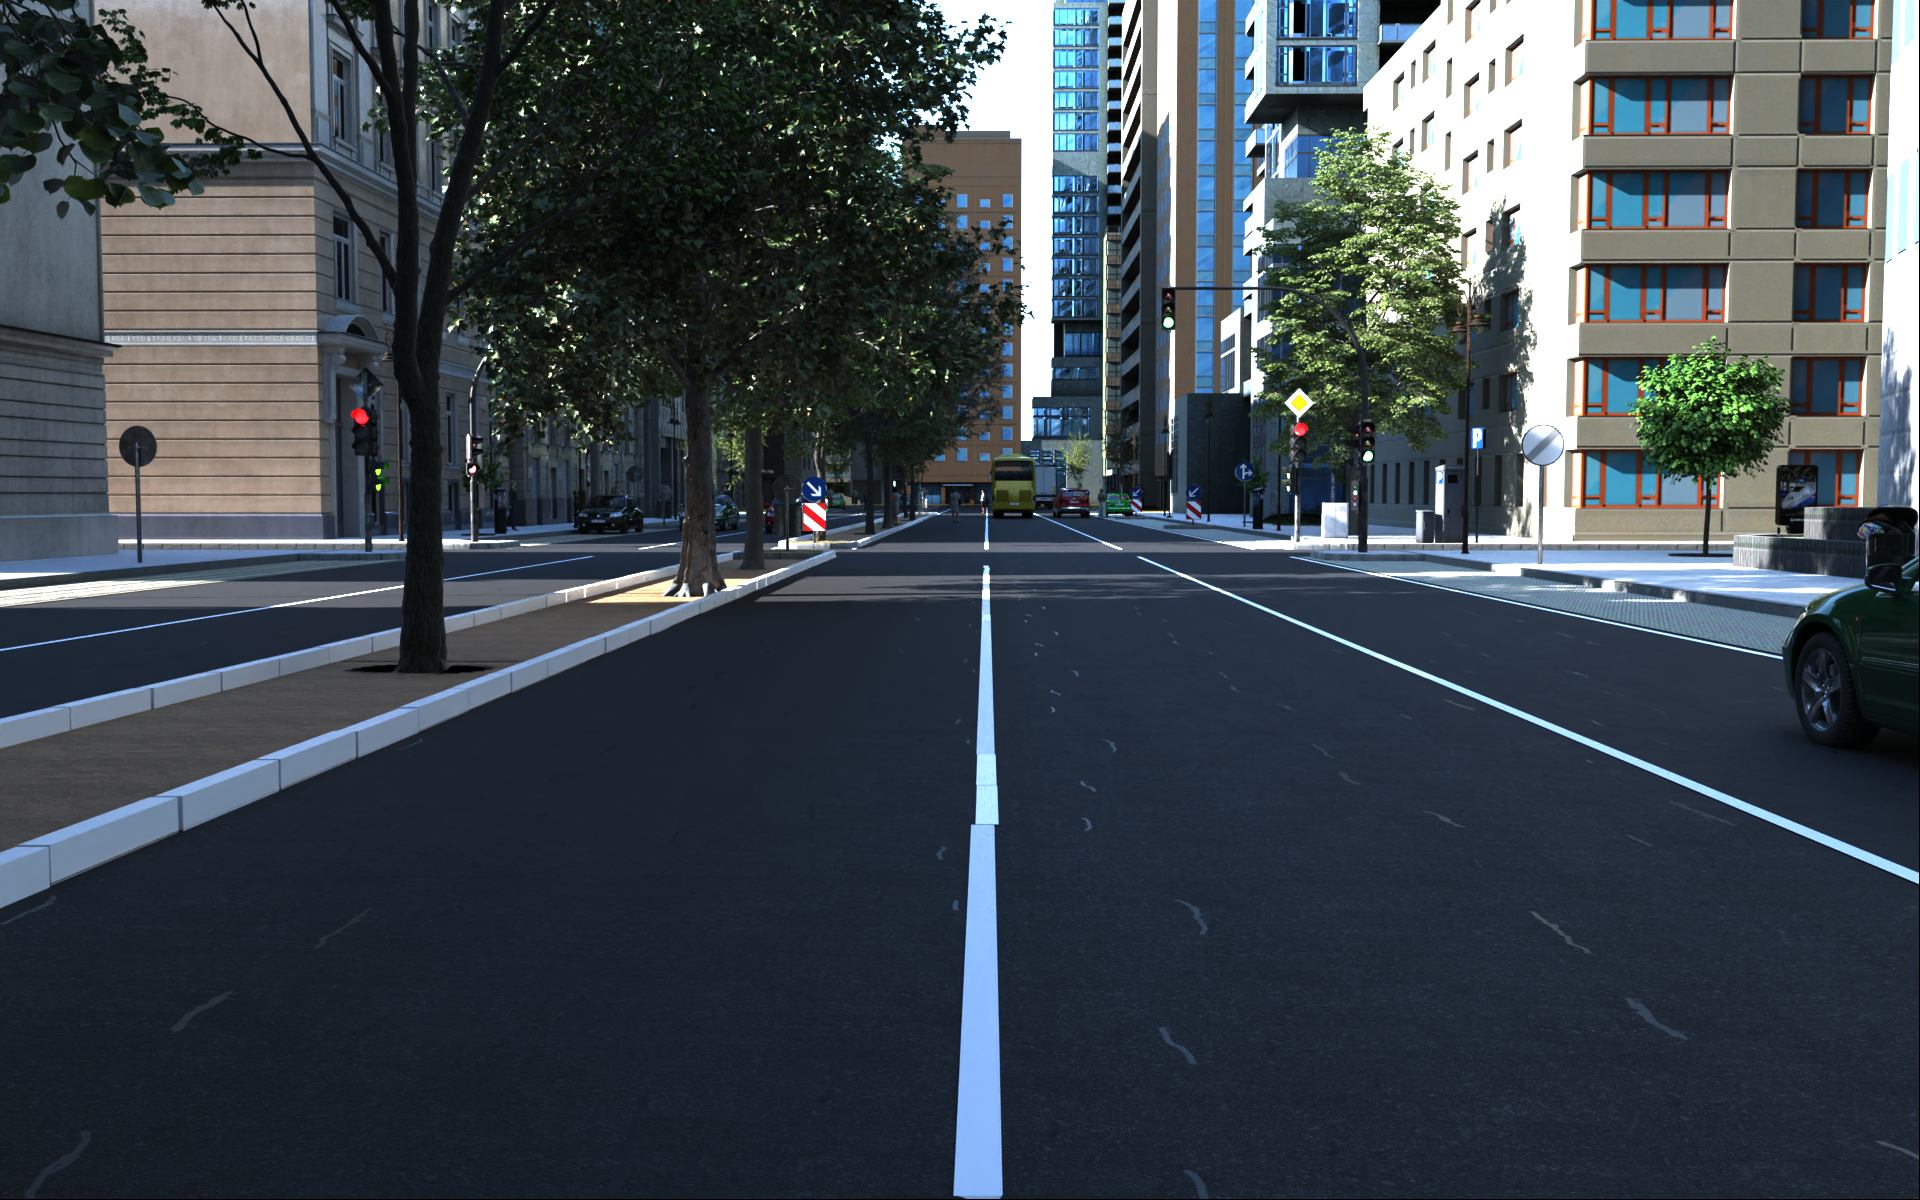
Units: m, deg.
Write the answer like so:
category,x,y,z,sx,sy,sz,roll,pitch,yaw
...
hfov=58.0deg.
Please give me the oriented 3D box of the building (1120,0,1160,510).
category,x,y,z,sx,sy,sz,roll,pitch,yaw
building,25.302,-32.115,148.780,21.300,48.544,21.600,0,4,1

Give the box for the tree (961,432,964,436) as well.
category,x,y,z,sx,sy,sz,roll,pitch,yaw
tree,-3.086,-9.240,71.658,7.486,12.596,7.792,0,3,0

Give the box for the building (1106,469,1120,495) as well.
category,x,y,z,sx,sy,sz,roll,pitch,yaw
building,25.385,-44.704,169.156,20.563,71.187,20.611,0,4,1

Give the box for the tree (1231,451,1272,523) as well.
category,x,y,z,sx,sy,sz,roll,pitch,yaw
tree,13.186,-5.058,77.293,1.663,3.219,1.824,0,3,0

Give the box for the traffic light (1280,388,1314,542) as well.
category,x,y,z,sx,sy,sz,roll,pitch,yaw
traffic light,8.962,-3.492,46.014,0.839,4.253,0.868,0,4,1

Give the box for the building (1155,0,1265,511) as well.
category,x,y,z,sx,sy,sz,roll,pitch,yaw
building,22.445,-29.399,130.785,14.600,45.320,14.200,0,4,1

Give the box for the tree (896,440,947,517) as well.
category,x,y,z,sx,sy,sz,roll,pitch,yaw
tree,-2.583,-9.588,109.589,4.360,8.622,3.978,0,3,0

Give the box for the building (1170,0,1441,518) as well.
category,x,y,z,sx,sy,sz,roll,pitch,yaw
building,25.576,-48.342,103.058,22.319,86.520,31.000,0,4,1

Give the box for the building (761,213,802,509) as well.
category,x,y,z,sx,sy,sz,roll,pitch,yaw
building,-22.266,-31.117,158.881,14.600,45.320,14.200,0,4,1

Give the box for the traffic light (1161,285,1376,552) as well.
category,x,y,z,sx,sy,sz,roll,pitch,yaw
traffic light,6.744,-3.869,37.921,4.771,5.953,1.251,0,4,1

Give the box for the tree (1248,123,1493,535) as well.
category,x,y,z,sx,sy,sz,roll,pitch,yaw
tree,12.638,-8.285,53.591,7.486,12.596,7.792,0,3,0

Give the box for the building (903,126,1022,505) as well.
category,x,y,z,sx,sy,sz,roll,pitch,yaw
building,0.330,-34.429,213.032,14.200,45.320,14.600,0,4,1

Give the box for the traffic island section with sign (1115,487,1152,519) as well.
category,x,y,z,sx,sy,sz,roll,pitch,yaw
traffic island section with sign,9.817,-5.473,98.106,1.989,1.847,2.006,0,4,1

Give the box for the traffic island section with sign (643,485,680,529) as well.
category,x,y,z,sx,sy,sz,roll,pitch,yaw
traffic island section with sign,-12.314,-3.867,71.861,1.989,1.847,2.006,0,4,1

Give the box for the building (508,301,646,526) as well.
category,x,y,z,sx,sy,sz,roll,pitch,yaw
building,-22.677,-17.298,80.093,12.463,27.353,25.104,0,4,1

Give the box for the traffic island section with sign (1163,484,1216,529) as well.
category,x,y,z,sx,sy,sz,roll,pitch,yaw
traffic island section with sign,9.396,-3.824,71.154,1.989,1.847,2.006,0,4,1

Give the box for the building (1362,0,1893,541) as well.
category,x,y,z,sx,sy,sz,roll,pitch,yaw
building,31.375,-13.148,60.013,28.899,21.520,27.650,0,4,1

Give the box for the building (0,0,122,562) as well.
category,x,y,z,sx,sy,sz,roll,pitch,yaw
building,-27.172,-10.236,31.986,19.286,19.102,10.561,0,4,1

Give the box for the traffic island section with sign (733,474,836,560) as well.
category,x,y,z,sx,sy,sz,roll,pitch,yaw
traffic island section with sign,-3.922,-1.862,38.581,2.006,1.907,1.989,0,4,1

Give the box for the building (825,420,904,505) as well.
category,x,y,z,sx,sy,sz,roll,pitch,yaw
building,-18.672,-32.470,222.773,23.993,40.220,32.217,0,4,1

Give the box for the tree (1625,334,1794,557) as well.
category,x,y,z,sx,sy,sz,roll,pitch,yaw
tree,15.399,-3.184,35.776,4.285,4.588,4.351,0,3,0

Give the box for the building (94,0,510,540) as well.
category,x,y,z,sx,sy,sz,roll,pitch,yaw
building,-23.920,-16.611,57.499,13.634,28.700,20.117,0,4,1

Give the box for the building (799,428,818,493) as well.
category,x,y,z,sx,sy,sz,roll,pitch,yaw
building,-30.026,-20.611,182.022,28.899,21.520,27.650,0,4,1

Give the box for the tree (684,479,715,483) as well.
category,x,y,z,sx,sy,sz,roll,pitch,yaw
tree,-14.641,-6.197,95.918,1.663,3.219,1.824,0,3,0

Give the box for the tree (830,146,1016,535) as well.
category,x,y,z,sx,sy,sz,roll,pitch,yaw
tree,-3.151,-9.039,60.618,12.009,13.543,11.850,0,3,0

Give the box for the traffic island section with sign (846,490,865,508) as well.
category,x,y,z,sx,sy,sz,roll,pitch,yaw
traffic island section with sign,-10.684,-10.277,176.656,1.989,1.847,2.006,0,4,1

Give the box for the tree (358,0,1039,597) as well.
category,x,y,z,sx,sy,sz,roll,pitch,yaw
tree,-3.669,-6.401,24.115,9.611,12.733,9.660,0,3,0

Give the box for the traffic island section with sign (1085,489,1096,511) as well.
category,x,y,z,sx,sy,sz,roll,pitch,yaw
traffic island section with sign,10.599,-8.527,148.041,1.989,1.847,2.006,0,4,1

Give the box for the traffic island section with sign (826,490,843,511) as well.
category,x,y,z,sx,sy,sz,roll,pitch,yaw
traffic island section with sign,-11.121,-8.579,148.891,1.989,1.847,2.006,0,4,1

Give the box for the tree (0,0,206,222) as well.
category,x,y,z,sx,sy,sz,roll,pitch,yaw
tree,-4.381,-5.739,2.944,9.857,13.997,8.962,0,3,0

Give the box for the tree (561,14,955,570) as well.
category,x,y,z,sx,sy,sz,roll,pitch,yaw
tree,-3.995,-6.861,32.758,7.486,12.596,7.792,0,3,0

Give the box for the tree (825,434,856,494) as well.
category,x,y,z,sx,sy,sz,roll,pitch,yaw
tree,-13.869,-15.206,198.986,4.737,8.622,4.395,0,3,0

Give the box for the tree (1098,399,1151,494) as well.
category,x,y,z,sx,sy,sz,roll,pitch,yaw
tree,12.630,-11.246,134.240,4.360,8.622,3.978,0,3,0

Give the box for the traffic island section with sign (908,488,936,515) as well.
category,x,y,z,sx,sy,sz,roll,pitch,yaw
traffic island section with sign,-2.635,-6.910,121.117,2.006,1.907,1.989,0,4,1

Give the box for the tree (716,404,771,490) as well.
category,x,y,z,sx,sy,sz,roll,pitch,yaw
tree,-14.365,-10.149,116.300,4.737,8.622,4.395,0,3,0

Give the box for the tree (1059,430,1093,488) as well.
category,x,y,z,sx,sy,sz,roll,pitch,yaw
tree,13.470,-15.169,198.377,4.737,8.622,4.395,0,3,0

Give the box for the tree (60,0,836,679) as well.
category,x,y,z,sx,sy,sz,roll,pitch,yaw
tree,-4.210,-5.213,13.447,9.928,11.665,9.643,0,3,0

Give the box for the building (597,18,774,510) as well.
category,x,y,z,sx,sy,sz,roll,pitch,yaw
building,-27.724,-31.618,136.563,23.786,49.044,30.456,0,4,1

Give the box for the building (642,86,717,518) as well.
category,x,y,z,sx,sy,sz,roll,pitch,yaw
building,-22.036,-17.408,102.639,12.078,24.808,19.932,0,4,1

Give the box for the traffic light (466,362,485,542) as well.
category,x,y,z,sx,sy,sz,roll,pitch,yaw
traffic light,-10.904,-4.384,46.342,4.771,5.953,1.251,0,4,1

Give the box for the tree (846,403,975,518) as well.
category,x,y,z,sx,sy,sz,roll,pitch,yaw
tree,-3.196,-10.190,103.469,8.767,10.594,7.601,0,4,1

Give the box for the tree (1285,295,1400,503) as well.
category,x,y,z,sx,sy,sz,roll,pitch,yaw
tree,13.809,-6.878,62.819,4.737,8.622,4.395,0,3,0

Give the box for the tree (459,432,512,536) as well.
category,x,y,z,sx,sy,sz,roll,pitch,yaw
tree,-14.970,-3.601,53.482,1.663,3.219,1.824,0,3,0

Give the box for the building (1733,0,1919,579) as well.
category,x,y,z,sx,sy,sz,roll,pitch,yaw
building,23.169,-29.102,17.812,21.231,58.520,28.212,0,4,1

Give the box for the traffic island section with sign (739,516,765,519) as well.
category,x,y,z,sx,sy,sz,roll,pitch,yaw
traffic island section with sign,-11.882,-5.560,99.537,1.989,1.847,2.006,0,4,1

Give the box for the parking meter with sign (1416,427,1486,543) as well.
category,x,y,z,sx,sy,sz,roll,pitch,yaw
parking meter with sign,12.831,-3.003,45.364,1.738,3.016,0.543,-1,4,-15

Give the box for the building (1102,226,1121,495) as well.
category,x,y,z,sx,sy,sz,roll,pitch,yaw
building,22.397,-25.448,187.774,14.160,30.474,14.107,0,4,1

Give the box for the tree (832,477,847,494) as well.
category,x,y,z,sx,sy,sz,roll,pitch,yaw
tree,-13.385,-12.269,195.192,1.663,3.219,1.824,0,3,0

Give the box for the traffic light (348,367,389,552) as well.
category,x,y,z,sx,sy,sz,roll,pitch,yaw
traffic light,-13.122,-3.024,38.355,0.839,4.253,0.868,0,4,1

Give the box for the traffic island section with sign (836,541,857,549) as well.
category,x,y,z,sx,sy,sz,roll,pitch,yaw
traffic island section with sign,-3.797,-2.315,45.987,2.006,1.907,1.989,0,4,1
